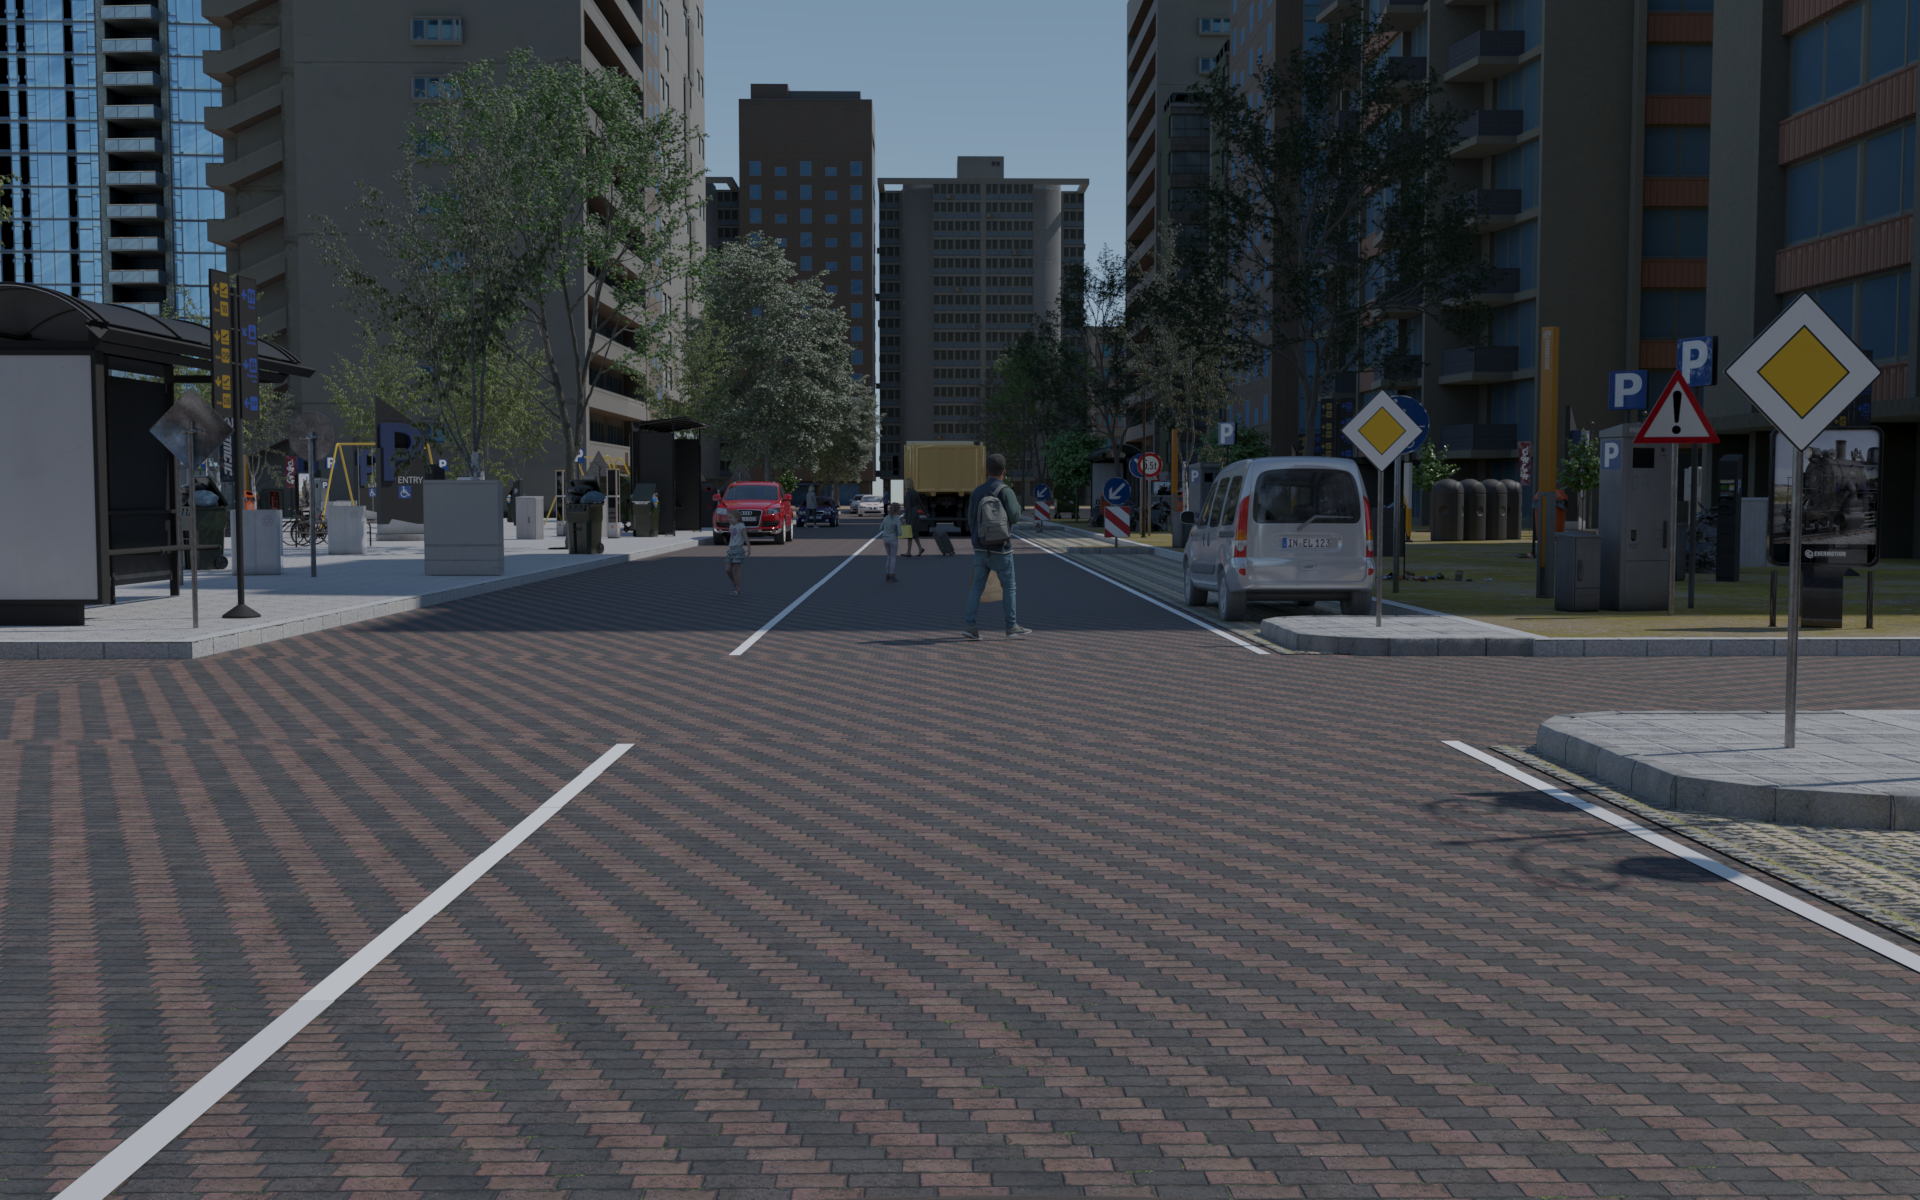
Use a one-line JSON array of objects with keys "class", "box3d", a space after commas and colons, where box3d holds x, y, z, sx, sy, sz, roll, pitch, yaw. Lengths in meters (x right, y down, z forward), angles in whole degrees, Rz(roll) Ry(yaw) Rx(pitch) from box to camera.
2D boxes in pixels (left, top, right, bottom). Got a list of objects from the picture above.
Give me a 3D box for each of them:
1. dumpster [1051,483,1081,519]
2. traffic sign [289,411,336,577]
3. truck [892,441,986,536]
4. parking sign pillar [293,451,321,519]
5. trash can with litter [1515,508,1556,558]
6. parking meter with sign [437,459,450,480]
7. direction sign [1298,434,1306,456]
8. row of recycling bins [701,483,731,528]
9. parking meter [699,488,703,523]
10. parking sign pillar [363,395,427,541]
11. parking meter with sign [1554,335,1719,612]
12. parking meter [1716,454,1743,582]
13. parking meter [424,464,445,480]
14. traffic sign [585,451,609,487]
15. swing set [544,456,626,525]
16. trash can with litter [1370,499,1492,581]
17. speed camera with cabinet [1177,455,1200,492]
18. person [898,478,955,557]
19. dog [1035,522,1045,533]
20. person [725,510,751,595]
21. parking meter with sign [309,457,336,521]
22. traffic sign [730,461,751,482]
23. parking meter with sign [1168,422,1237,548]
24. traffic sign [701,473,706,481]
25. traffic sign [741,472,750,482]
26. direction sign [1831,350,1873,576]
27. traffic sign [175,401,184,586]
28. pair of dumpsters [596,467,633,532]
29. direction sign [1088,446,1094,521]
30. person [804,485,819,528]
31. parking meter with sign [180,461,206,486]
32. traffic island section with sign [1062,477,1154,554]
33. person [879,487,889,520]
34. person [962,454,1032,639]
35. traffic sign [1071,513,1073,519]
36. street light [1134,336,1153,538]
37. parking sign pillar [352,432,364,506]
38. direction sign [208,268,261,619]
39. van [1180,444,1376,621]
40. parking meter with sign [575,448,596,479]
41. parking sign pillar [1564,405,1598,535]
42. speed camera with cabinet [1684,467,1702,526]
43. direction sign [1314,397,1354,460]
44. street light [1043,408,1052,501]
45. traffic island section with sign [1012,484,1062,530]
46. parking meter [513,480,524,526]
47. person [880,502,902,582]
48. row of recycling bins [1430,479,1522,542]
[{"class": "dumpster", "box3d": [5.470, -5.290, 88.979, 1.502, 2.255, 1.985, 0, 4, -1]}, {"class": "traffic sign", "box3d": [-9.991, -1.627, 26.701, 0.768, 2.556, 0.104, 0, 4, 8]}, {"class": "truck", "box3d": [-0.664, -4.056, 62.243, 3.469, 3.379, 9.791, 0, 4, -3]}, {"class": "parking sign pillar", "box3d": [-33.773, -6.186, 89.614, 1.447, 3.967, 1.447, -3, 5, -43]}, {"class": "trash can with litter", "box3d": [12.046, -1.463, 34.984, 2.233, 1.210, 1.678, -3, 5, -40]}, {"class": "parking meter with sign", "box3d": [-25.279, -5.502, 86.218, 1.738, 3.016, 0.543, 3, 5, 40]}, {"class": "direction sign", "box3d": [13.097, -4.464, 64.989, 0.876, 3.537, 0.379, 2, 4, 35]}, {"class": "row of recycling bins", "box3d": [-10.122, -3.622, 66.331, 3.534, 1.692, 1.069, -2, 4, -24]}, {"class": "parking meter", "box3d": [-9.364, -3.417, 61.583, 0.399, 1.863, 0.255, 0, 3, 0]}, {"class": "parking sign pillar", "box3d": [-15.346, -3.617, 47.610, 1.447, 3.967, 1.447, -3, 4, -37]}, {"class": "parking meter with sign", "box3d": [7.417, -1.395, 19.075, 1.738, 3.016, 0.543, -1, 4, -19]}, {"class": "parking meter", "box3d": [11.270, -1.203, 25.379, 0.255, 1.863, 0.399, 3, 4, 37]}, {"class": "parking meter", "box3d": [-10.271, -1.725, 33.916, 0.255, 1.863, 0.399, 1, 4, 12]}, {"class": "traffic sign", "box3d": [-10.821, -3.174, 51.897, 0.884, 2.594, 0.081, 0, 4, 7]}, {"class": "swing set", "box3d": [-15.301, -4.520, 71.516, 2.862, 2.851, 3.119, -3, 5, -41]}, {"class": "trash can with litter", "box3d": [6.757, -0.901, 25.791, 2.233, 1.210, 1.678, 1, 4, 19]}, {"class": "speed camera with cabinet", "box3d": [11.347, -5.674, 87.103, 2.038, 3.252, 0.660, 0, 4, 1]}, {"class": "person", "box3d": [-0.790, -1.902, 39.816, 1.509, 1.804, 0.699, -2, 4, -29]}, {"class": "dog", "box3d": [2.970, -2.655, 63.600, 0.748, 0.427, 0.550, -3, 5, -41]}, {"class": "person", "box3d": [-3.121, -0.681, 24.655, 0.505, 1.210, 0.382, 3, 5, 40]}, {"class": "parking meter with sign", "box3d": [-30.233, -5.244, 81.996, 1.738, 3.016, 0.543, 3, 4, 38]}, {"class": "traffic sign", "box3d": [-8.635, -4.165, 68.108, 0.884, 2.594, 0.081, 0, 4, 6]}, {"class": "parking meter with sign", "box3d": [5.843, -2.771, 41.568, 1.738, 3.016, 0.543, -3, 4, -38]}, {"class": "traffic sign", "box3d": [-10.987, -4.398, 71.912, 0.884, 2.594, 0.081, 0, 4, 2]}, {"class": "traffic sign", "box3d": [-11.368, -5.532, 90.548, 0.768, 2.556, 0.104, 0, 4, 1]}, {"class": "direction sign", "box3d": [13.951, -2.150, 27.155, 0.876, 3.537, 0.379, -2, 4, -26]}, {"class": "traffic sign", "box3d": [-10.934, -1.482, 24.240, 0.884, 2.594, 0.081, 0, 4, 3]}, {"class": "pair of dumpsters", "box3d": [-11.772, -3.520, 60.052, 1.574, 2.255, 4.437, 0, 4, -1]}, {"class": "direction sign", "box3d": [6.146, -5.448, 81.064, 0.876, 3.537, 0.379, 3, 5, 44]}, {"class": "person", "box3d": [-6.281, -3.909, 72.587, 0.728, 1.800, 0.709, -3, 5, -44]}, {"class": "parking meter with sign", "box3d": [-18.330, -2.709, 40.555, 1.738, 3.016, 0.543, 0, 4, 0]}, {"class": "traffic island section with sign", "box3d": [3.603, -2.033, 41.872, 1.989, 1.847, 2.006, 0, 4, -1]}, {"class": "person", "box3d": [-4.122, -5.320, 95.467, 0.705, 1.826, 1.348, 1, 4, 16]}, {"class": "person", "box3d": [0.306, -0.521, 17.002, 0.713, 1.824, 0.794, -3, 4, -36]}, {"class": "traffic sign", "box3d": [5.878, -5.541, 90.707, 0.768, 2.556, 0.104, 0, 4, 5]}, {"class": "street light", "box3d": [5.402, -4.770, 50.781, 0.468, 5.910, 1.993, 0, 4, -1]}, {"class": "parking sign pillar", "box3d": [-25.736, -5.321, 75.465, 1.447, 3.967, 1.447, 3, 5, 39]}, {"class": "direction sign", "box3d": [-7.468, -1.584, 17.895, 0.379, 3.537, 0.876, 0, 4, 6]}, {"class": "van", "box3d": [3.728, -0.841, 20.764, 2.013, 2.044, 4.112, 0, 4, -1]}, {"class": "parking meter with sign", "box3d": [-13.859, -4.226, 65.362, 1.738, 3.016, 0.543, 3, 4, 38]}, {"class": "parking sign pillar", "box3d": [18.849, -3.949, 53.034, 1.447, 3.967, 1.447, 2, 4, 30]}, {"class": "speed camera with cabinet", "box3d": [25.749, -3.946, 58.848, 2.038, 3.252, 0.660, 3, 5, 44]}, {"class": "direction sign", "box3d": [8.873, -2.988, 40.854, 0.876, 3.537, 0.379, 3, 5, 44]}, {"class": "street light", "box3d": [4.624, -7.245, 91.249, 0.468, 5.910, 1.993, 0, 4, -1]}, {"class": "traffic island section with sign", "box3d": [3.099, -3.682, 68.823, 1.989, 1.847, 2.006, 0, 4, -1]}, {"class": "parking meter", "box3d": [-17.804, -3.921, 69.817, 0.399, 1.863, 0.255, 2, 4, 32]}, {"class": "person", "box3d": [-1.112, -0.954, 28.373, 0.425, 1.301, 0.394, 1, 4, 21]}, {"class": "row of recycling bins", "box3d": [14.374, -2.499, 47.978, 3.534, 1.692, 1.069, -3, 4, -38]}]
